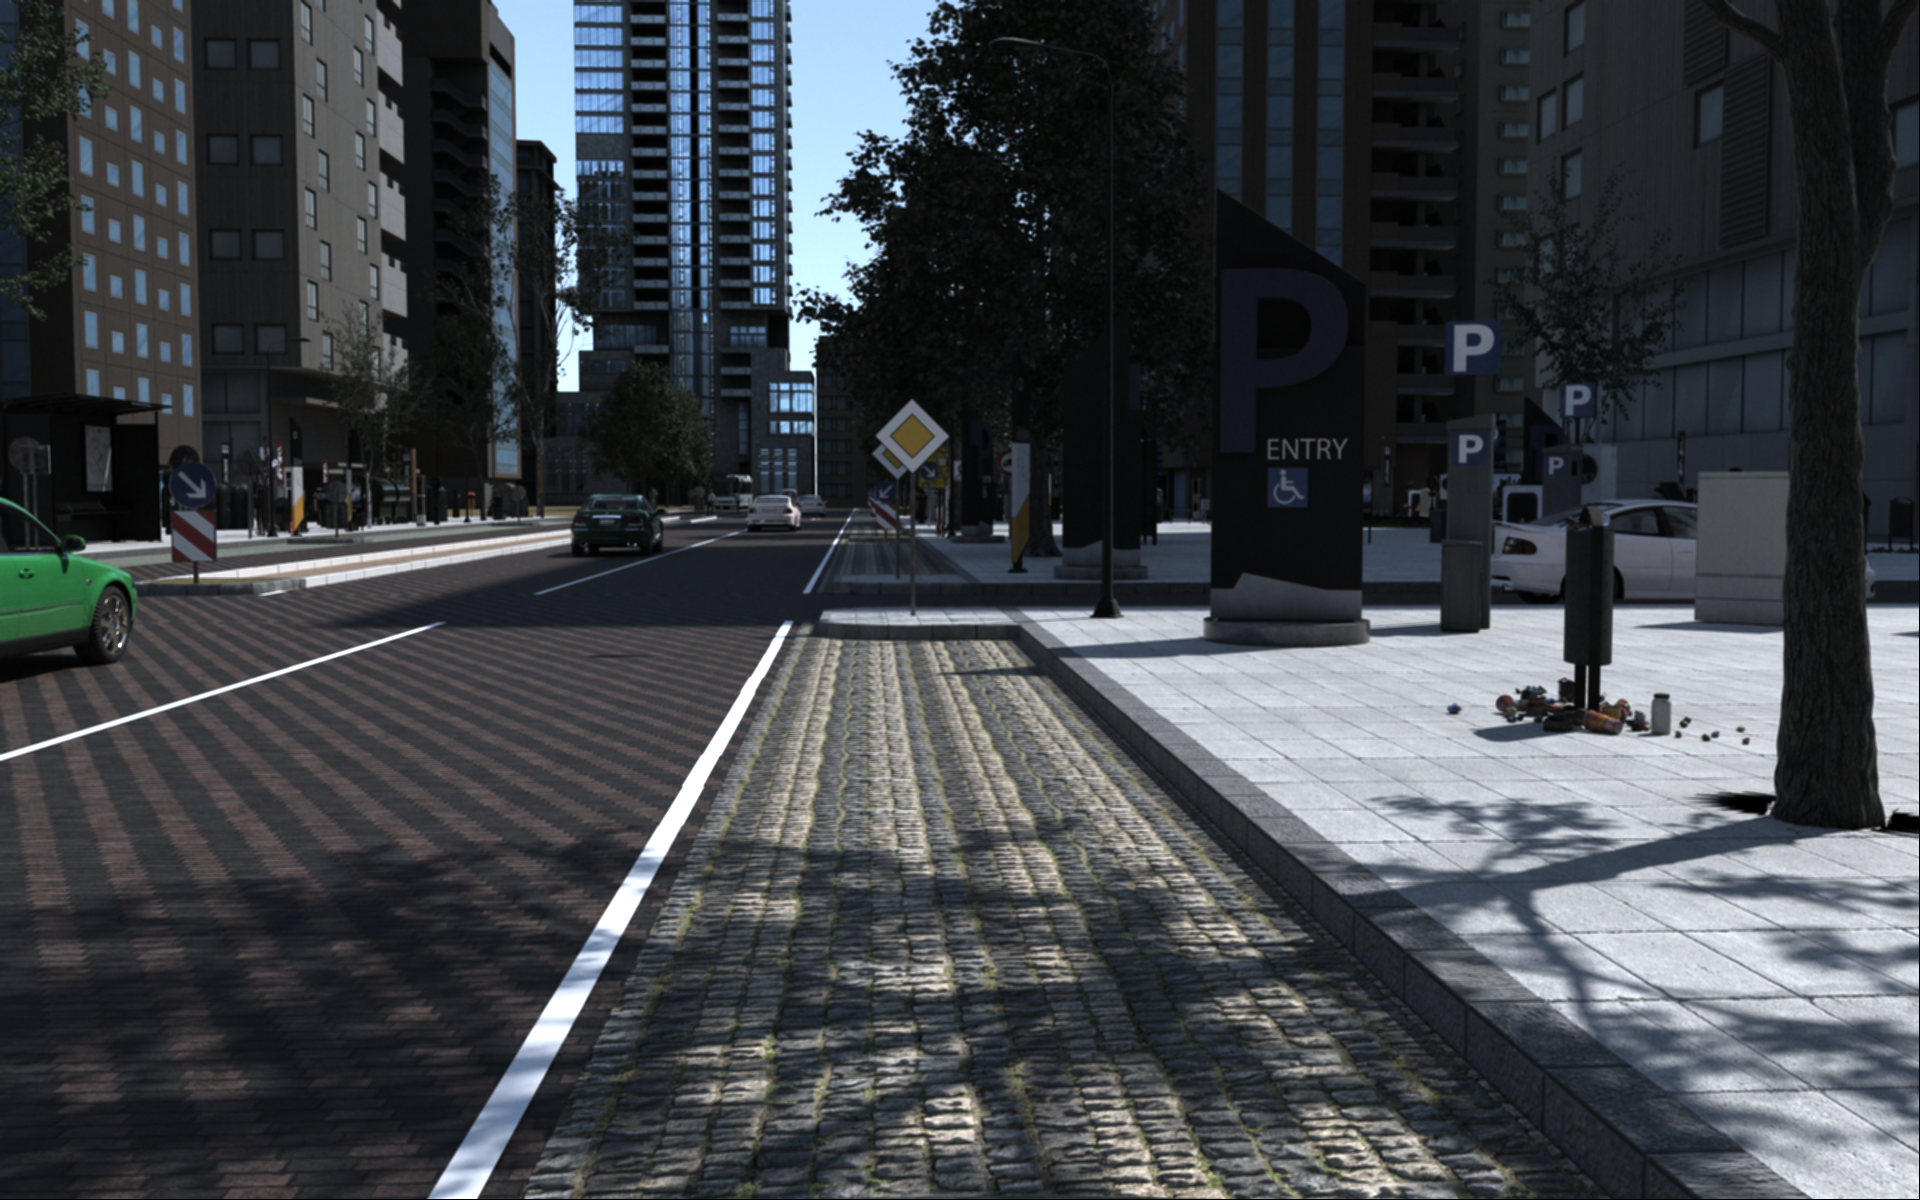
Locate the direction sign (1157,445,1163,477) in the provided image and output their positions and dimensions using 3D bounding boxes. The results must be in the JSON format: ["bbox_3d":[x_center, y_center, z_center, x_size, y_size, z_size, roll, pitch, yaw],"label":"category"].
[{"bbox_3d":[9.080,-5.422,80.641,0.379,3.537,0.876,-3,5,-41],"label":"direction sign"}]

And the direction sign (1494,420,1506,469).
[{"bbox_3d":[16.254,-3.737,53.091,0.876,3.537,0.379,1,4,19],"label":"direction sign"}]

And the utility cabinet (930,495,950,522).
[{"bbox_3d":[-0.910,-4.254,80.716,1.020,1.237,0.306,1,4,11],"label":"utility cabinet"}]

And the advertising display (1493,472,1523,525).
[{"bbox_3d":[16.088,-2.808,51.120,0.974,1.923,0.123,2,4,28],"label":"advertising display"}]

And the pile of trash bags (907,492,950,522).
[{"bbox_3d":[-0.752,-4.247,79.183,3.447,1.369,1.912,1,4,12],"label":"pile of trash bags"}]

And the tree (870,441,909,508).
[{"bbox_3d":[-5.116,-14.058,164.268,7.601,10.594,8.767,1,4,18],"label":"tree"}]

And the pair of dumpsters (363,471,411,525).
[{"bbox_3d":[-24.335,-4.287,72.590,1.574,2.255,4.437,0,4,-3],"label":"pair of dumpsters"}]

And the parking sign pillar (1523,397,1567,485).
[{"bbox_3d":[16.337,-3.658,48.283,1.447,3.967,1.447,-2,4,-24],"label":"parking sign pillar"}]

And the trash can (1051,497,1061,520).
[{"bbox_3d":[4.590,-4.459,84.552,0.748,1.137,0.748,0,3,0],"label":"trash can"}]

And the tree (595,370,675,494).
[{"bbox_3d":[-25.378,-12.045,131.343,8.767,10.594,7.601,0,4,6],"label":"tree"}]

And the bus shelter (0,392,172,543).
[{"bbox_3d":[-21.682,-3.172,43.152,1.731,3.624,6.357,0,4,-3],"label":"bus shelter"}]

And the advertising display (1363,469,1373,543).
[{"bbox_3d":[10.222,-2.433,45.001,0.974,1.923,0.123,0,4,8],"label":"advertising display"}]

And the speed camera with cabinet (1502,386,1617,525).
[{"bbox_3d":[11.101,-2.312,32.139,0.660,3.252,2.038,-3,4,-38],"label":"speed camera with cabinet"}]

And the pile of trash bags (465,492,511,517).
[{"bbox_3d":[-26.225,-5.390,97.873,3.447,1.369,1.912,-2,4,-27],"label":"pile of trash bags"}]

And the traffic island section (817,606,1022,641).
[{"bbox_3d":[-0.477,0.245,18.273,2.009,0.180,2.903,0,4,-3],"label":"traffic island section"}]

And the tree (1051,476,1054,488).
[{"bbox_3d":[4.516,-6.270,97.108,1.663,3.219,1.824,0,3,0],"label":"tree"}]

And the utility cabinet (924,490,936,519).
[{"bbox_3d":[-1.666,-4.743,86.221,1.173,1.500,0.318,-3,5,-42],"label":"utility cabinet"}]

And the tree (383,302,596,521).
[{"bbox_3d":[-23.238,-9.146,83.941,8.767,10.594,7.601,-2,4,-28],"label":"tree"}]

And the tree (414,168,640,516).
[{"bbox_3d":[-25.320,-15.020,101.460,12.611,20.169,13.585,0,3,0],"label":"tree"}]

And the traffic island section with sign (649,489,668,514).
[{"bbox_3d":[-22.466,-7.238,126.973,1.989,1.847,2.006,0,4,-3],"label":"traffic island section with sign"}]

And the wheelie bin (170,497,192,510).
[{"bbox_3d":[-26.310,-3.113,58.810,0.693,1.594,0.980,2,4,23],"label":"wheelie bin"}]

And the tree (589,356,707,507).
[{"bbox_3d":[-26.314,-13.887,144.053,9.611,12.733,9.660,0,3,0],"label":"tree"}]

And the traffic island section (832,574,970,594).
[{"bbox_3d":[-0.920,-0.242,26.245,2.009,0.180,2.903,0,4,-3],"label":"traffic island section"}]

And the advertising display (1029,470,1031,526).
[{"bbox_3d":[1.886,-2.536,46.678,0.974,1.923,0.123,-3,4,-36],"label":"advertising display"}]

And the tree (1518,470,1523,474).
[{"bbox_3d":[25.686,-5.044,77.075,1.663,3.219,1.824,0,3,0],"label":"tree"}]

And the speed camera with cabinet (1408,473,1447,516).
[{"bbox_3d":[20.932,-5.034,76.637,2.038,3.252,0.660,2,4,26],"label":"speed camera with cabinet"}]

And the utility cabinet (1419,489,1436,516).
[{"bbox_3d":[18.926,-3.760,70.152,0.318,1.500,1.173,0,4,-2],"label":"utility cabinet"}]

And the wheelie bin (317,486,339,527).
[{"bbox_3d":[-24.389,-3.606,66.865,0.693,1.594,0.980,0,4,6],"label":"wheelie bin"}]

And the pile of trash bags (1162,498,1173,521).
[{"bbox_3d":[8.865,-4.474,82.903,1.912,1.369,3.447,2,4,27],"label":"pile of trash bags"}]

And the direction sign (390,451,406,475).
[{"bbox_3d":[-29.514,-6.059,91.059,0.876,3.537,0.379,0,4,-1],"label":"direction sign"}]

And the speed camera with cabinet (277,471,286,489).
[{"bbox_3d":[-26.924,-4.566,68.990,0.660,3.252,2.038,0,4,6],"label":"speed camera with cabinet"}]

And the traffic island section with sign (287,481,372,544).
[{"bbox_3d":[-18.202,-2.545,50.245,1.989,1.847,2.006,0,4,-3],"label":"traffic island section with sign"}]

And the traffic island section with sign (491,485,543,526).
[{"bbox_3d":[-19.695,-4.192,77.159,1.989,1.847,2.006,0,4,-3],"label":"traffic island section with sign"}]

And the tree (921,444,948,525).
[{"bbox_3d":[-0.793,-7.361,70.714,4.737,8.622,4.395,0,3,0],"label":"tree"}]

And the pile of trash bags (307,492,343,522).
[{"bbox_3d":[-29.539,-4.327,80.497,1.912,1.369,3.447,-1,4,-11],"label":"pile of trash bags"}]

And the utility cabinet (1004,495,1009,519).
[{"bbox_3d":[2.755,-4.676,87.609,1.020,1.237,0.306,-1,4,-11],"label":"utility cabinet"}]

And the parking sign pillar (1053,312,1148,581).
[{"bbox_3d":[2.146,-2.313,26.287,1.447,3.967,1.447,-3,5,-39],"label":"parking sign pillar"}]

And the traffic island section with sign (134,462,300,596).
[{"bbox_3d":[-10.971,-1.053,25.349,2.006,1.907,1.989,0,4,-3],"label":"traffic island section with sign"}]

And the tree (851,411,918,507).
[{"bbox_3d":[-6.376,-16.626,178.490,9.857,13.997,8.962,0,3,0],"label":"tree"}]

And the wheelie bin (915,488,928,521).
[{"bbox_3d":[-1.993,-4.617,83.393,0.693,1.594,0.980,-3,4,-38],"label":"wheelie bin"}]

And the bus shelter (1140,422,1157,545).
[{"bbox_3d":[4.044,-3.175,45.831,2.014,3.302,5.546,0,4,-3],"label":"bus shelter"}]

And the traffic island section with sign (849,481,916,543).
[{"bbox_3d":[-2.324,-2.628,51.601,1.989,1.847,2.006,0,4,-3],"label":"traffic island section with sign"}]

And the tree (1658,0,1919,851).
[{"bbox_3d":[3.415,-4.948,6.650,9.928,11.665,9.643,0,3,0],"label":"tree"}]

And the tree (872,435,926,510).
[{"bbox_3d":[-4.656,-11.529,138.857,4.360,8.622,3.978,0,3,0],"label":"tree"}]

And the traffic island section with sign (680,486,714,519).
[{"bbox_3d":[-15.153,-5.641,100.371,2.006,1.907,1.989,0,4,-3],"label":"traffic island section with sign"}]

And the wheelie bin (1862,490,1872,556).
[{"bbox_3d":[18.005,-1.656,34.983,0.693,1.594,0.980,2,4,26],"label":"wheelie bin"}]

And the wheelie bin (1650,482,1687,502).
[{"bbox_3d":[18.519,-2.292,45.375,0.980,1.594,0.693,-2,4,-29],"label":"wheelie bin"}]

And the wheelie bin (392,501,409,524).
[{"bbox_3d":[-24.455,-4.137,75.553,0.980,1.594,0.693,3,5,39],"label":"wheelie bin"}]

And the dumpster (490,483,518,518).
[{"bbox_3d":[-24.284,-5.306,92.507,1.264,1.857,1.865,0,4,-3],"label":"dumpster"}]

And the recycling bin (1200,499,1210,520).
[{"bbox_3d":[11.960,-4.472,85.678,0.722,1.027,0.722,1,4,11],"label":"recycling bin"}]

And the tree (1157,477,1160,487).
[{"bbox_3d":[8.114,-5.161,78.980,1.663,3.219,1.824,0,3,0],"label":"tree"}]

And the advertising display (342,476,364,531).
[{"bbox_3d":[-21.184,-3.381,60.486,0.974,1.923,0.123,2,4,31],"label":"advertising display"}]

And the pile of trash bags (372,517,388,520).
[{"bbox_3d":[-28.664,-4.607,85.073,3.447,1.369,1.912,0,4,-4],"label":"pile of trash bags"}]

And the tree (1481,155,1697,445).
[{"bbox_3d":[13.796,-5.379,38.312,4.360,8.622,3.978,0,3,0],"label":"tree"}]

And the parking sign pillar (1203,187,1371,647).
[{"bbox_3d":[2.867,-1.630,15.116,1.447,3.967,1.447,1,4,12],"label":"parking sign pillar"}]

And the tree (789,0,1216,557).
[{"bbox_3d":[1.567,-7.232,35.245,9.611,12.733,9.660,0,3,0],"label":"tree"}]

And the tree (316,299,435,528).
[{"bbox_3d":[-22.132,-7.009,64.955,4.360,8.622,3.978,0,3,0],"label":"tree"}]

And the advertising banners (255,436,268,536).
[{"bbox_3d":[-21.404,-3.479,53.076,0.090,3.025,2.074,-2,4,-31],"label":"advertising banners"}]

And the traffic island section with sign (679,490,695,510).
[{"bbox_3d":[-24.015,-8.943,154.849,1.989,1.847,2.006,0,4,-3],"label":"traffic island section with sign"}]

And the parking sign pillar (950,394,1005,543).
[{"bbox_3d":[0.463,-3.504,45.756,1.447,3.967,1.447,1,4,21],"label":"parking sign pillar"}]
